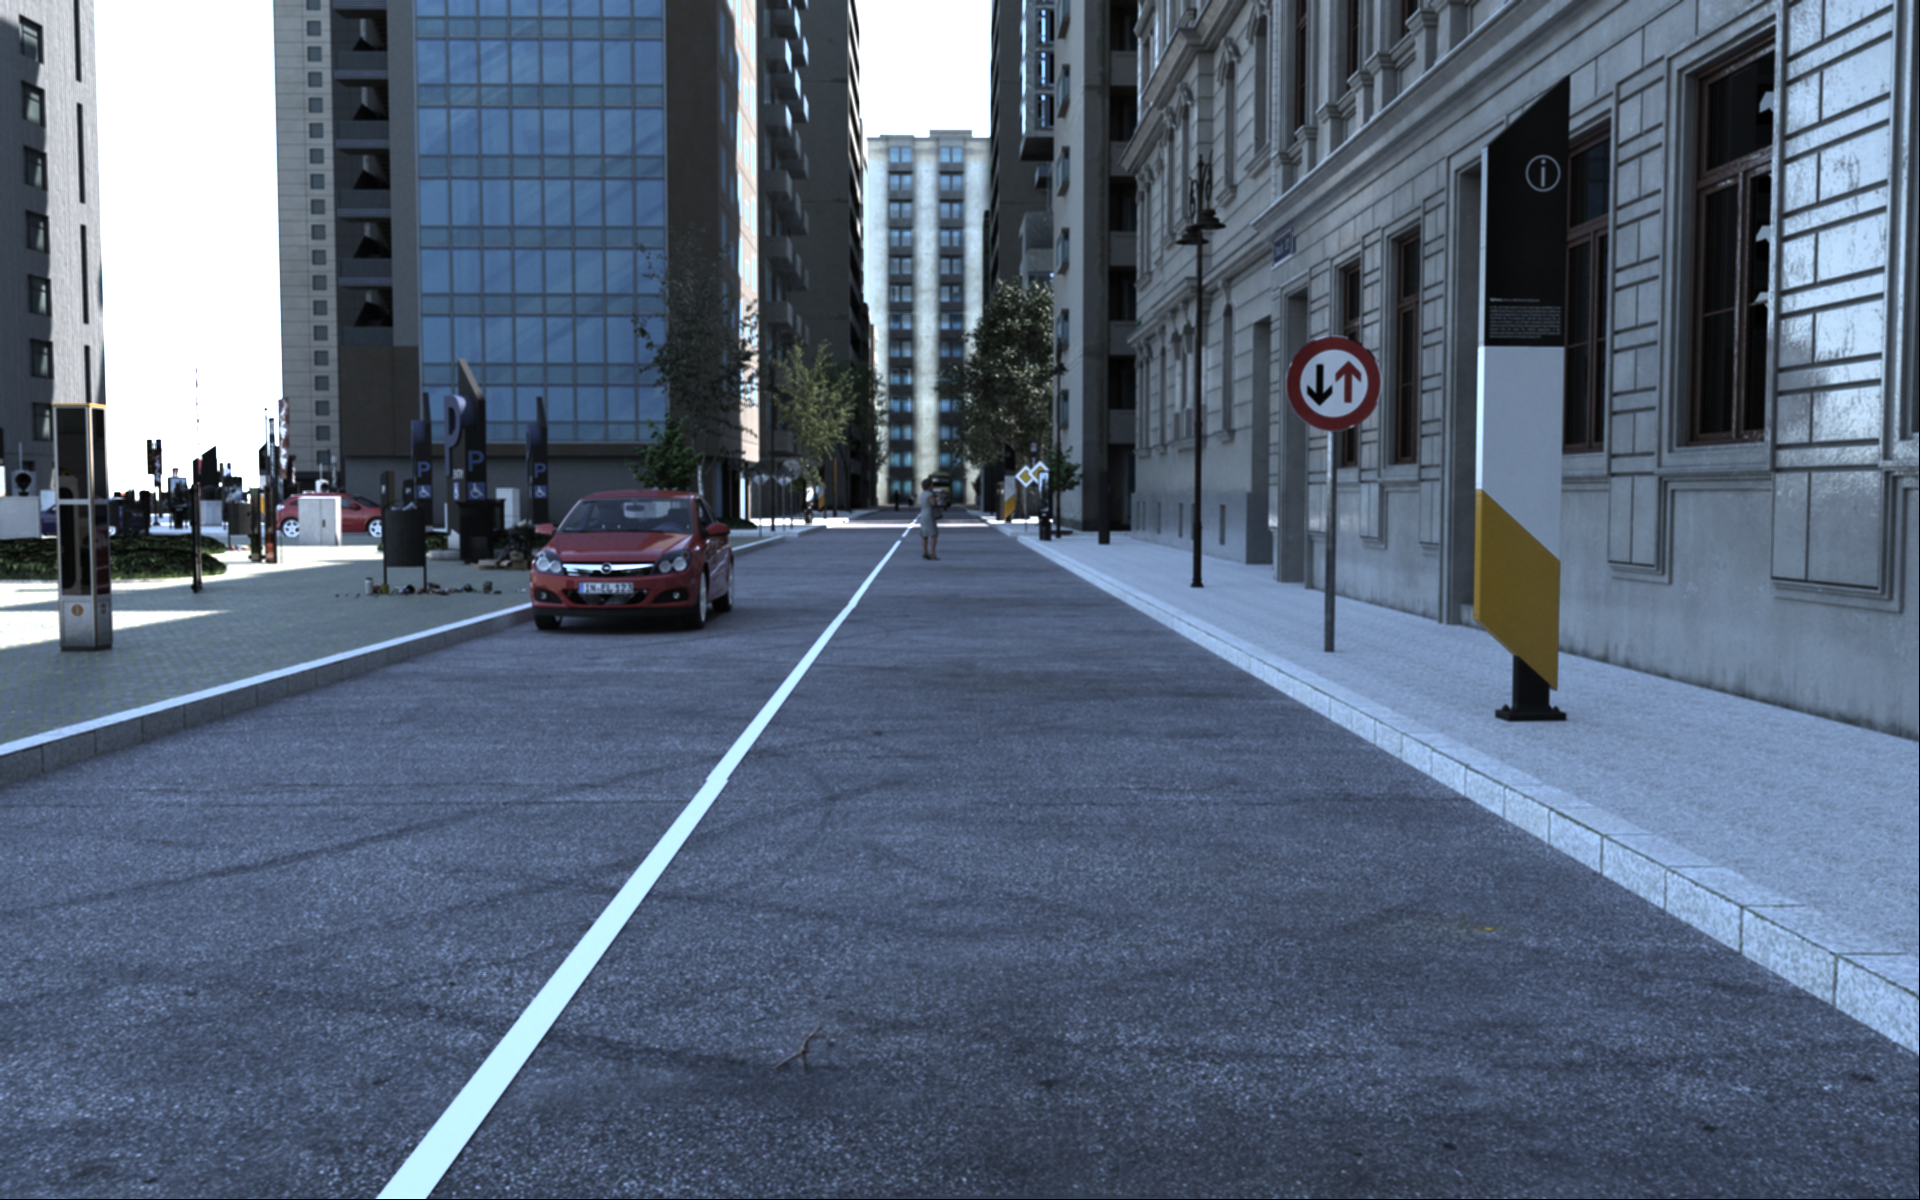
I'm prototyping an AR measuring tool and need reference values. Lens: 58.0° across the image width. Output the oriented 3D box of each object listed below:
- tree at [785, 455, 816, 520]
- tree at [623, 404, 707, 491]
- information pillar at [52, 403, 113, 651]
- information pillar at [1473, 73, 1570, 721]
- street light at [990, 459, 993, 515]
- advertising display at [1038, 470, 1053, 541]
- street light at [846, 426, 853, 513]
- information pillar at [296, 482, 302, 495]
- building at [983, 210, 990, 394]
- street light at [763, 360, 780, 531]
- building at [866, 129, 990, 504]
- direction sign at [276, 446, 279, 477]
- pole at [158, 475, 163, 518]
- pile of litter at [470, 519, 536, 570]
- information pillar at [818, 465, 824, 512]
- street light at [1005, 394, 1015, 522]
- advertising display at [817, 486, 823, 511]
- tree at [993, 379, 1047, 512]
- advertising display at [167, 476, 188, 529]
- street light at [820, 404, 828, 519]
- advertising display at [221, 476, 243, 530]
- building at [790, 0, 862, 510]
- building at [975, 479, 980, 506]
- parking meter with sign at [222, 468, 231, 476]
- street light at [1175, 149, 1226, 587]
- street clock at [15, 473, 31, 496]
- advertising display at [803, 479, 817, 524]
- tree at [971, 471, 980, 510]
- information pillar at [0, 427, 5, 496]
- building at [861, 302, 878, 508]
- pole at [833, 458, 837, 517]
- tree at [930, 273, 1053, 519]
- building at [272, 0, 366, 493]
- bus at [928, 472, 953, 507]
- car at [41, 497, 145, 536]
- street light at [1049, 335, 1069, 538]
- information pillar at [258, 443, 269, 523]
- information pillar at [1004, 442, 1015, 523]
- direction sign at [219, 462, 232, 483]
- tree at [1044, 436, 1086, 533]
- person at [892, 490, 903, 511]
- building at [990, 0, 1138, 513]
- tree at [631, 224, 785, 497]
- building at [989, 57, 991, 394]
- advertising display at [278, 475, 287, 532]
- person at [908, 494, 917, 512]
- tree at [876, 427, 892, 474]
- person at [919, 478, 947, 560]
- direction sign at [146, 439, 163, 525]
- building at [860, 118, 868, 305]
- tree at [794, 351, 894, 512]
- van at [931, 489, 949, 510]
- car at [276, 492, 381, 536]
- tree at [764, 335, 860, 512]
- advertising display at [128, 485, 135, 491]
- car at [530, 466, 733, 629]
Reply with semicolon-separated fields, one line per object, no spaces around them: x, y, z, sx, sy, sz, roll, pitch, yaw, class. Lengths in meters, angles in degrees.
-7.840;-5.537;85.135;1.663;3.219;1.824;0;3;0;tree
-6.237;-2.618;37.402;1.663;3.219;1.824;0;3;0;tree
-7.194;-0.594;14.210;0.304;2.012;0.304;0;4;-2;information pillar
3.171;-1.126;9.757;0.504;3.616;0.183;0;4;-6;information pillar
1.975;-8.211;107.031;0.468;5.910;1.993;0;4;-1;street light
2.352;-2.600;47.719;0.123;1.923;0.974;-1;4;-15;advertising display
-7.302;-8.725;115.446;0.468;5.910;1.993;0;4;-1;street light
-39.521;-6.050;103.403;0.304;2.012;0.304;1;4;8;information pillar
9.286;-24.871;178.347;14.160;30.474;14.107;0;4;-1;building
-6.481;-5.324;59.842;0.468;5.910;1.993;0;4;-1;street light
-1.307;-37.328;229.921;30.456;49.044;23.786;0;4;-1;building
-31.978;-5.475;81.509;0.379;3.537;0.876;0;4;7;direction sign
-42.988;-6.068;93.047;0.158;3.312;0.155;0;3;0;pole
-7.688;-0.957;29.607;1.176;0.858;1.719;-2;4;-35;pile of litter
-9.669;-7.925;120.931;0.504;3.616;0.183;-1;4;-15;information pillar
2.337;-6.575;80.291;0.468;5.910;1.993;0;4;-1;street light
-10.645;-7.756;132.029;0.974;1.923;0.123;3;5;39;advertising display
3.010;-9.087;98.929;4.360;8.622;3.978;0;3;0;tree
-28.885;-3.593;63.961;0.123;1.923;0.974;1;4;14;advertising display
-6.863;-7.047;88.004;0.468;5.910;1.993;0;4;-1;street light
-26.027;-3.472;61.982;0.123;1.923;0.974;1;4;17;advertising display
-19.384;-31.851;144.470;21.300;48.544;21.600;0;4;-1;building
17.958;-30.906;197.189;32.217;40.220;23.993;0;4;-1;building
-49.161;-7.350;116.434;0.543;3.016;1.738;-2;4;-29;parking meter with sign
3.271;-3.115;23.718;0.468;5.910;1.993;0;4;-1;street light
-32.470;-3.395;60.075;0.471;2.002;0.358;-2;4;-34;street clock
-6.417;-4.173;73.439;0.123;1.923;0.974;1;4;16;advertising display
1.605;-9.073;142.936;1.663;3.219;1.824;0;3;0;tree
-28.616;-3.670;51.362;0.183;3.616;0.504;3;5;44;information pillar
-22.434;-19.916;170.658;27.650;21.520;28.899;0;4;-1;building
-7.046;-6.348;97.640;0.158;3.312;0.155;0;3;0;pole
3.249;-10.575;89.912;9.611;12.733;9.660;0;3;0;tree
-63.682;-46.418;197.183;20.611;71.187;20.563;0;4;-1;building
-2.216;-12.208;191.143;2.896;3.916;12.252;0;4;0;bus
-28.509;-2.657;56.016;3.894;1.354;1.945;0;4;-2;car
2.874;-4.750;50.458;0.468;5.910;1.993;0;4;-1;street light
-30.598;-5.187;76.157;0.504;3.616;0.183;1;4;13;information pillar
2.234;-5.291;77.865;0.504;3.616;0.183;0;4;-7;information pillar
-52.083;-8.004;122.855;0.876;3.537;0.379;0;4;-4;direction sign
3.307;-3.877;57.985;1.663;3.219;1.824;0;3;0;tree
-5.406;-8.585;148.879;0.705;1.822;1.348;3;5;41;person
13.521;-31.897;145.215;21.300;48.544;21.600;0;4;-1;building
-6.987;-5.914;47.062;4.360;8.622;3.978;0;3;0;tree
9.745;-29.333;163.196;14.154;41.232;14.086;0;4;-1;building
-22.997;-3.278;58.813;0.123;1.923;0.974;-2;4;-31;advertising display
-3.731;-7.704;137.642;0.799;1.438;0.628;0;4;8;person
-9.396;-14.582;188.781;4.360;8.622;3.978;0;3;0;tree
-0.564;-1.762;37.660;0.532;1.782;0.716;-2;4;-30;person
-32.936;-4.824;70.872;0.876;3.537;0.379;2;4;24;direction sign
-18.119;-33.765;202.160;14.200;45.320;14.600;0;4;-1;building
-8.361;-12.260;126.200;9.928;11.665;9.643;0;3;0;tree
-1.980;-8.935;153.093;2.013;2.044;4.112;0;4;0;van
-19.758;-2.860;55.799;4.494;1.783;2.155;0;4;1;car
-6.944;-7.981;80.846;4.737;8.622;4.395;0;3;0;tree
-60.396;-7.408;126.328;0.123;1.923;0.974;0;4;-4;advertising display
-3.642;-0.652;19.697;2.155;1.783;4.494;0;4;-1;car
